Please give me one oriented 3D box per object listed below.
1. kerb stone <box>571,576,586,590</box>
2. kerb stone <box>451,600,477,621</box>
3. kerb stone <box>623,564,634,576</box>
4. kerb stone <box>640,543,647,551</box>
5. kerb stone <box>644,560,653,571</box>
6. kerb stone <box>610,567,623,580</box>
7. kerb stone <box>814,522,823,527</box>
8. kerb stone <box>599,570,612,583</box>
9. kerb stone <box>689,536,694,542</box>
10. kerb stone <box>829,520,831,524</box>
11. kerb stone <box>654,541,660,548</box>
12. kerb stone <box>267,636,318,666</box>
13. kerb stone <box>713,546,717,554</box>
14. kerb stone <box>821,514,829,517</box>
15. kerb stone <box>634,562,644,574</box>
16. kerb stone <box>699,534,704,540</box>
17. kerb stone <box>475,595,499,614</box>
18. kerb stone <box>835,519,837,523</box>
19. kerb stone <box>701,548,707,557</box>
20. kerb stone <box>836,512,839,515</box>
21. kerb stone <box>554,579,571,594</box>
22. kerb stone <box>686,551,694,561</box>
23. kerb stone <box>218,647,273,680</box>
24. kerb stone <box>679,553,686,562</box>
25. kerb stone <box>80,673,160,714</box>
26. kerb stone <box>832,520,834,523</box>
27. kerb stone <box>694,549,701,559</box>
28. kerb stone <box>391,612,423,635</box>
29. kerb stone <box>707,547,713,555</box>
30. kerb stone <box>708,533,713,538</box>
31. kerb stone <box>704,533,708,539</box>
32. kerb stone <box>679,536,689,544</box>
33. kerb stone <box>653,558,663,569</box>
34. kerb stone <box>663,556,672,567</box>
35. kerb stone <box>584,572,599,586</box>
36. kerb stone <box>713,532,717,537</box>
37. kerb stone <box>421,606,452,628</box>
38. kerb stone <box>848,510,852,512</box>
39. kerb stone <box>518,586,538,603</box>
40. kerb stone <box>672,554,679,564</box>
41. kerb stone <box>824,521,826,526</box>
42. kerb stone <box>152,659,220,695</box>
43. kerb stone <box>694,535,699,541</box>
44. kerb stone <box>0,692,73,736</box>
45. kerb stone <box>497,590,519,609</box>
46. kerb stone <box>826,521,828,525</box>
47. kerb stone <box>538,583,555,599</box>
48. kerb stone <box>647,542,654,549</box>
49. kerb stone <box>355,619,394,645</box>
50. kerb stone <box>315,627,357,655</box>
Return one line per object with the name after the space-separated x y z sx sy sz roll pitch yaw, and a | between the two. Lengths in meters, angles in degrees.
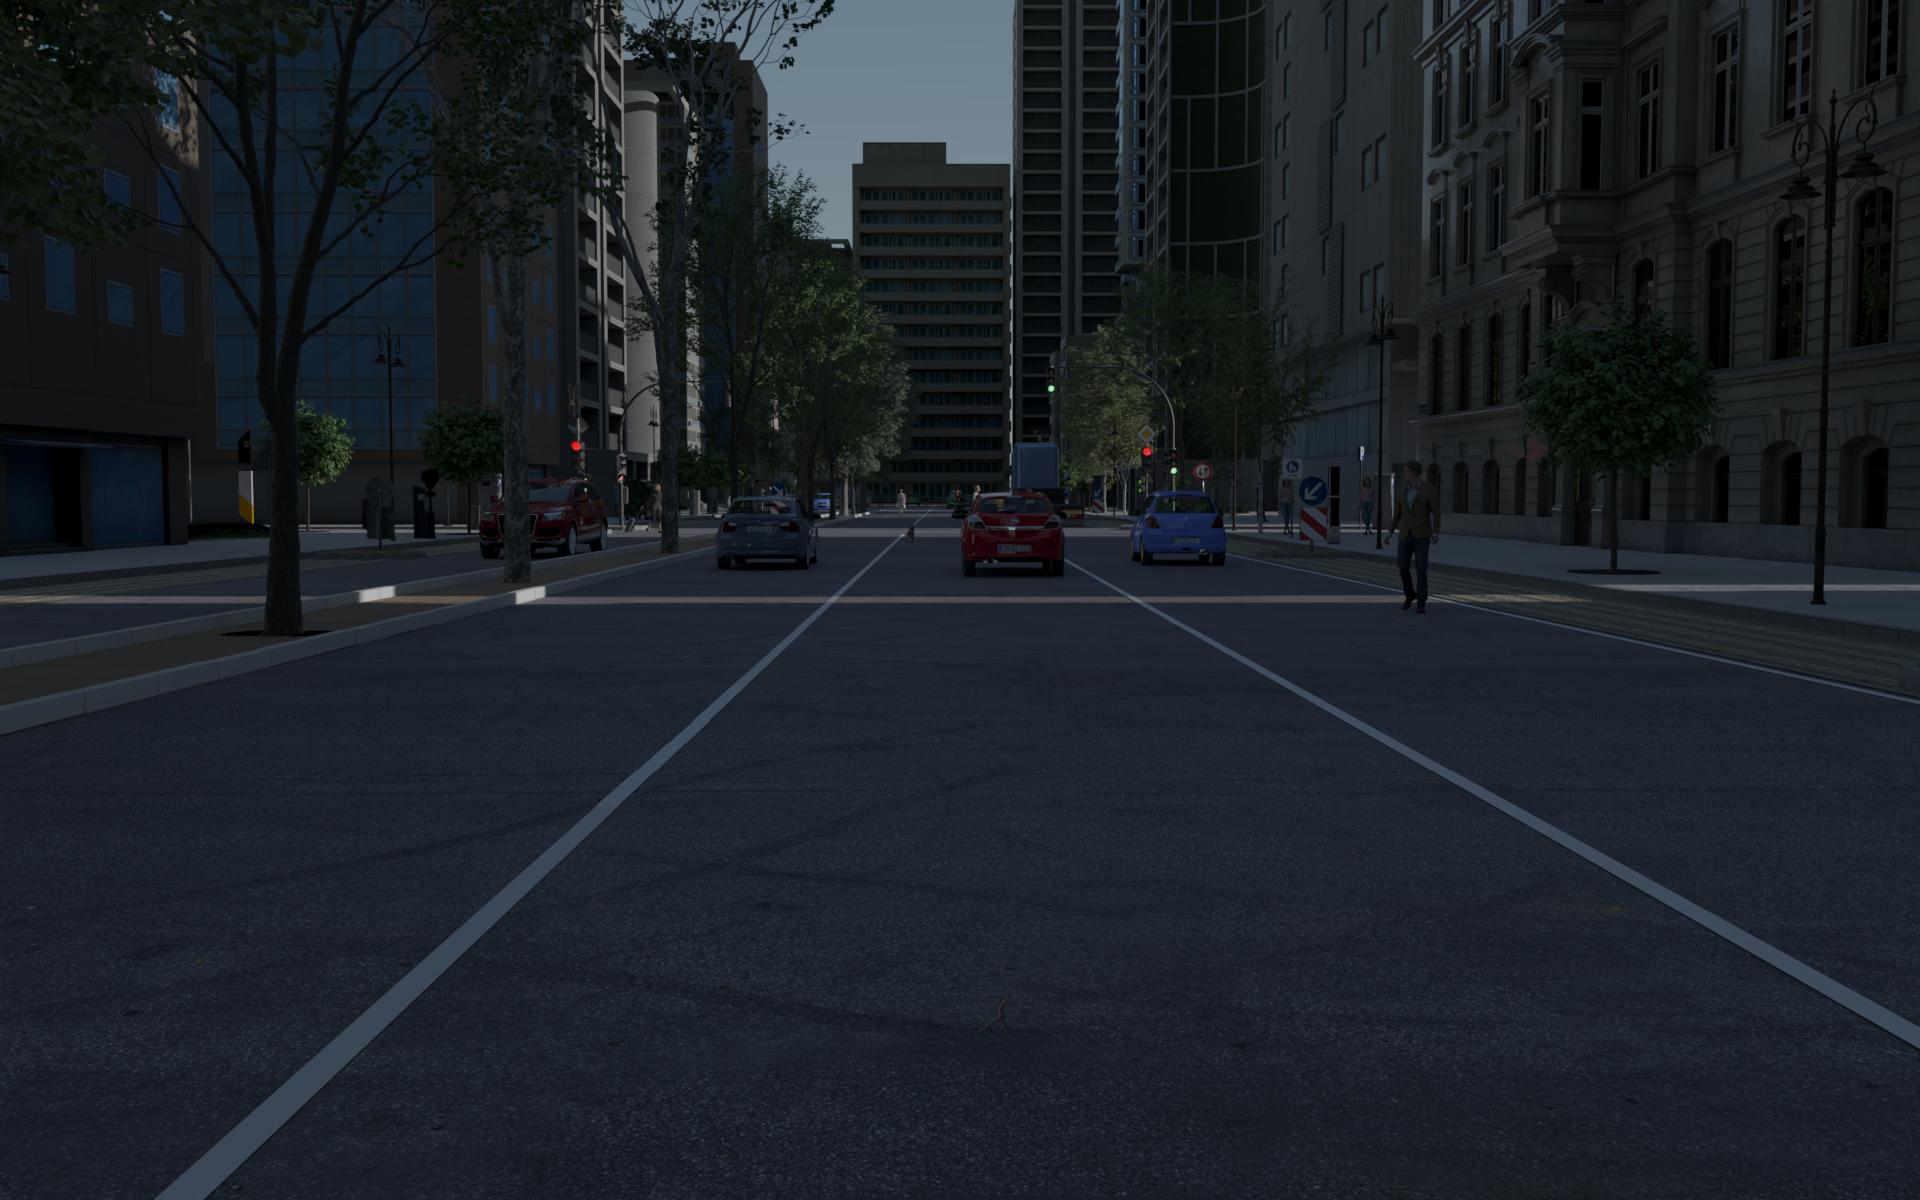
-5.852 -0.234 26.128 0.120 0.150 1.000 0 4 0 | kerb stone
-5.806 0.137 19.985 0.120 0.150 1.000 0 4 0 | kerb stone
-5.893 -0.491 30.229 0.120 0.150 1.000 0 4 0 | kerb stone
-8.083 -1.299 43.505 0.120 0.150 1.000 0 4 0 | kerb stone
-5.906 -0.613 32.279 0.120 0.150 1.000 0 4 0 | kerb stone
-5.881 -0.429 29.205 0.120 0.150 1.000 0 4 0 | kerb stone
-6.219 -3.281 75.837 0.120 0.150 1.000 0 4 0 | kerb stone
-5.866 -0.364 28.184 0.120 0.150 1.000 0 4 0 | kerb stone
-8.139 -1.804 51.695 0.120 0.150 1.000 0 4 0 | kerb stone
-6.256 -3.594 80.961 0.120 0.150 1.000 0 4 0 | kerb stone
-8.093 -1.429 45.552 0.120 0.150 1.000 0 4 0 | kerb stone
-5.770 0.450 14.842 0.120 0.150 1.000 0 4 0 | kerb stone
-5.965 -1.182 41.515 0.120 0.150 1.000 0 4 0 | kerb stone
-8.573 -5.352 109.696 0.120 0.150 1.000 0 4 0 | kerb stone
-5.894 -0.554 31.257 0.120 0.150 1.000 0 4 0 | kerb stone
-8.157 -1.919 53.739 0.120 0.150 1.000 0 4 0 | kerb stone
-5.814 0.077 21.007 0.120 0.150 1.000 0 4 0 | kerb stone
-6.280 -3.843 85.057 0.120 0.150 1.000 0 4 0 | kerb stone
-5.943 -1.056 39.462 0.120 0.150 1.000 0 4 0 | kerb stone
-8.671 -6.292 125.070 0.120 0.150 1.000 0 4 0 | kerb stone
-5.844 -0.175 25.105 0.120 0.150 1.000 0 4 0 | kerb stone
-5.935 -0.930 37.406 0.120 0.150 1.000 0 4 0 | kerb stone
-5.758 0.519 13.820 0.120 0.150 1.000 0 4 0 | kerb stone
-5.936 -0.864 36.374 0.120 0.150 1.000 0 4 0 | kerb stone
-5.744 0.638 11.767 0.120 0.150 1.000 0 4 0 | kerb stone
-6.262 -3.720 83.010 0.120 0.150 1.000 0 4 0 | kerb stone
-5.944 -0.993 38.438 0.120 0.150 1.000 0 4 0 | kerb stone
-5.801 0.261 17.931 0.120 0.150 1.000 0 4 0 | kerb stone
-5.962 -1.116 40.494 0.120 0.150 1.000 0 4 0 | kerb stone
-8.174 -2.043 55.791 0.120 0.150 1.000 0 4 0 | kerb stone
-8.163 -1.992 54.768 0.120 0.150 1.000 0 4 0 | kerb stone
-8.128 -1.739 50.673 0.120 0.150 1.000 0 4 0 | kerb stone
-5.905 -0.678 33.301 0.120 0.150 1.000 0 4 0 | kerb stone
-5.903 -0.742 34.323 0.120 0.150 1.000 0 4 0 | kerb stone
-5.858 -0.303 27.149 0.120 0.150 1.000 0 4 0 | kerb stone
-8.186 -2.117 56.812 0.120 0.150 1.000 0 4 0 | kerb stone
-5.796 0.198 18.955 0.120 0.150 1.000 0 4 0 | kerb stone
-8.789 -7.232 140.439 0.120 0.150 1.000 0 4 0 | kerb stone
-5.832 -0.052 23.054 0.120 0.150 1.000 0 4 0 | kerb stone
-5.921 -0.804 35.345 0.120 0.150 1.000 0 4 0 | kerb stone
-6.233 -3.406 77.881 0.120 0.150 1.000 0 4 0 | kerb stone
-5.753 0.576 12.790 0.120 0.150 1.000 0 4 0 | kerb stone
-8.153 -1.867 52.717 0.120 0.150 1.000 0 4 0 | kerb stone
-5.748 0.701 10.740 0.120 0.150 1.000 0 4 0 | kerb stone
-5.821 0.010 22.031 0.120 0.150 1.000 0 4 0 | kerb stone
-6.236 -3.462 78.912 0.120 0.150 1.000 0 4 0 | kerb stone
-5.842 -0.112 24.083 0.120 0.150 1.000 0 4 0 | kerb stone
-8.084 -1.366 44.526 0.120 0.150 1.000 0 4 0 | kerb stone
-5.775 0.323 16.907 0.120 0.150 1.000 0 4 0 | kerb stone
-5.786 0.386 15.877 0.120 0.150 1.000 0 4 0 | kerb stone
